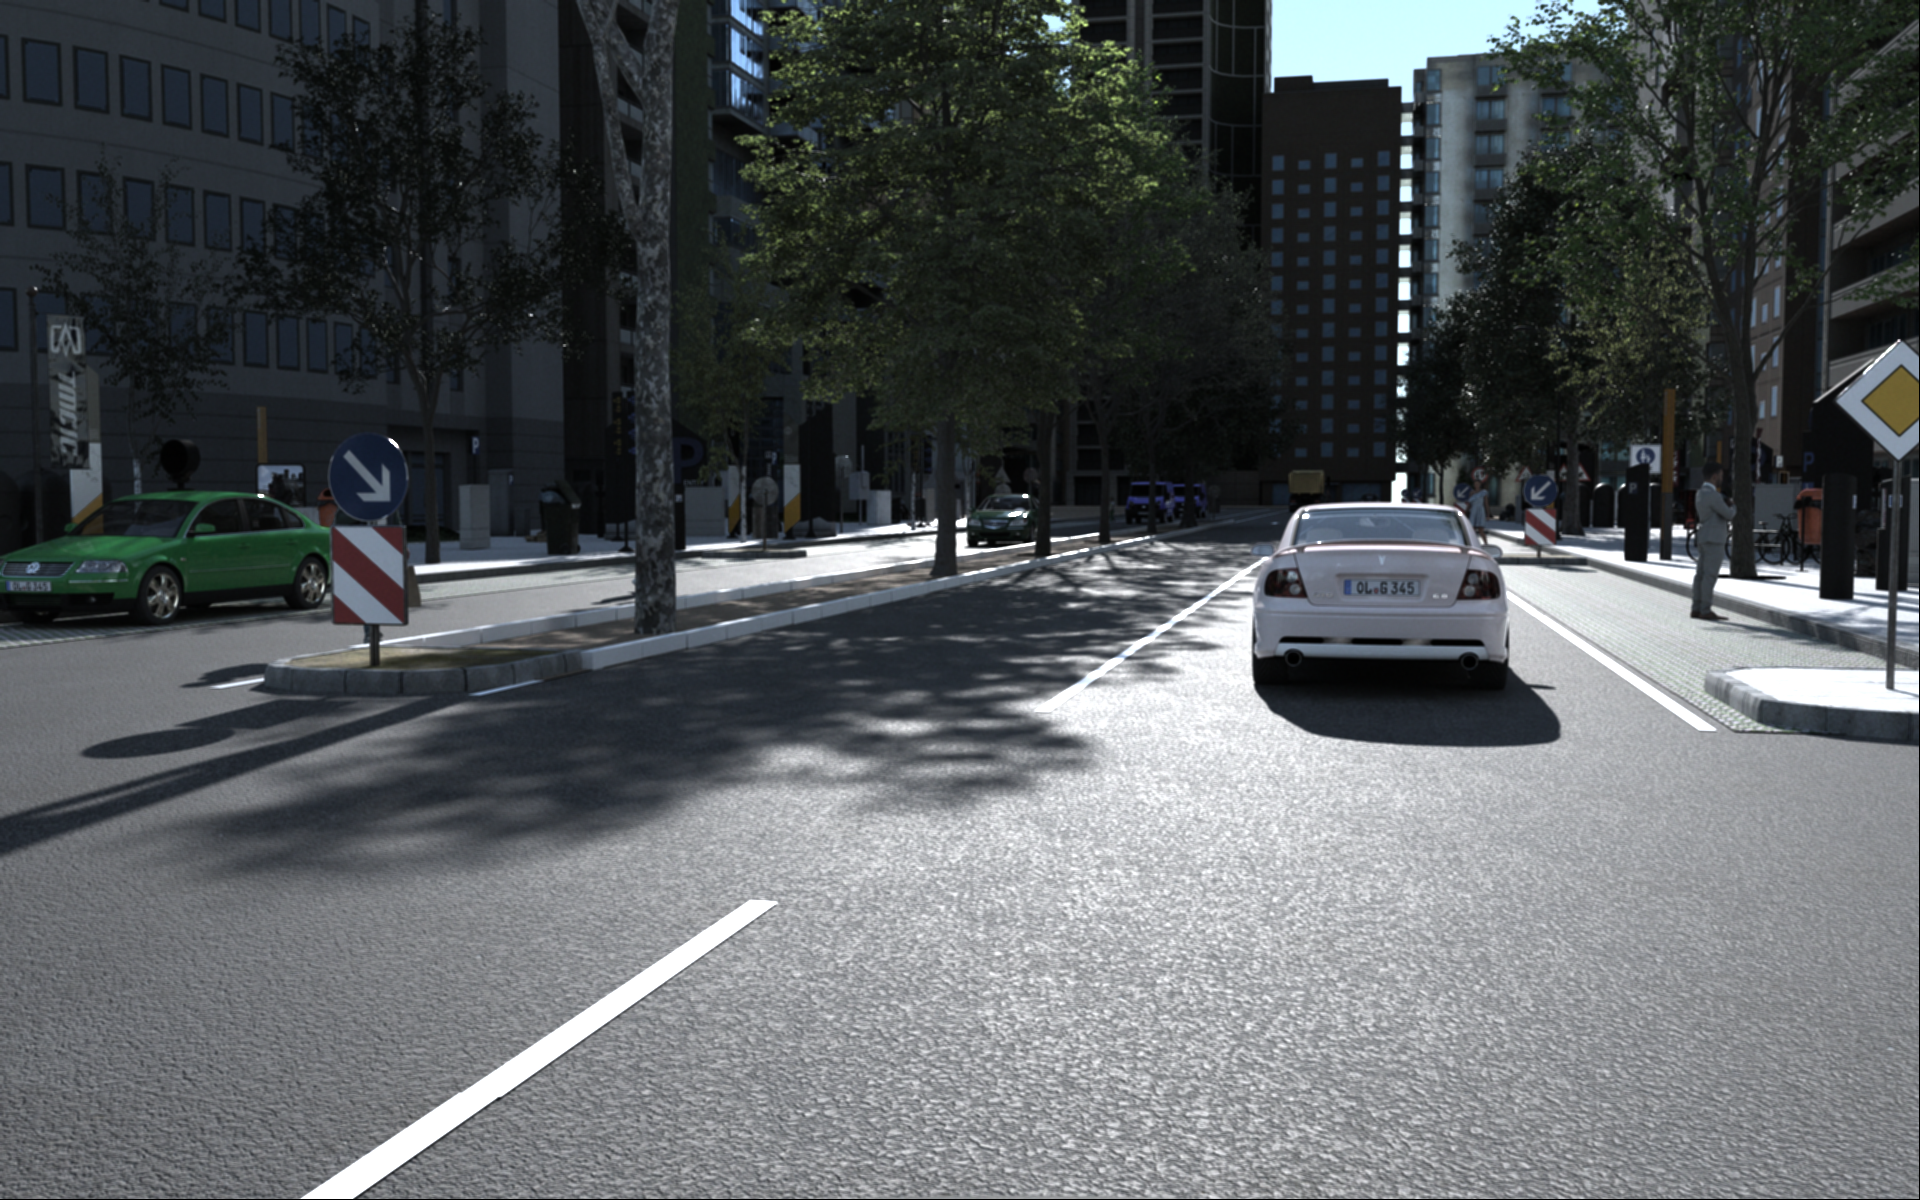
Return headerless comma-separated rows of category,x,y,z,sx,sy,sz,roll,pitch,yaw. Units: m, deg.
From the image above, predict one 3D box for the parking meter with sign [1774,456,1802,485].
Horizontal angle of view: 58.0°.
parking meter with sign,37.407,-4.978,77.655,0.543,3.016,1.738,-2,4,-30

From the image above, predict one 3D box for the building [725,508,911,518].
building,-15.923,-48.654,108.166,22.319,86.520,31.000,1,4,13

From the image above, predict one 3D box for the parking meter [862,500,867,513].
parking meter,-4.860,-5.139,89.735,0.255,1.863,0.399,2,4,30

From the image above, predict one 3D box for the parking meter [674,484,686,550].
parking meter,-6.478,-1.912,39.666,0.372,1.533,0.369,0,3,0

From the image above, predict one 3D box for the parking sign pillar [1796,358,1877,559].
parking sign pillar,17.512,-2.819,34.559,1.447,3.967,1.447,-1,4,-11

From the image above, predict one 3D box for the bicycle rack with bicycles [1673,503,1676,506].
bicycle rack with bicycles,28.484,-3.514,70.829,2.925,0.926,2.852,3,5,44

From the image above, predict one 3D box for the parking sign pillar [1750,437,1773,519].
parking sign pillar,32.193,-5.001,70.238,1.447,3.967,1.447,3,5,43

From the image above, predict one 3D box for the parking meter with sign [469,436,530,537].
parking meter with sign,-13.882,-3.431,52.362,1.738,3.016,0.543,1,4,9

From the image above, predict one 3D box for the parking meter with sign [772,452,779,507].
parking meter with sign,-6.861,-4.607,71.581,1.738,3.016,0.543,-2,4,-30

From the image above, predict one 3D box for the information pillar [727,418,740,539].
information pillar,-6.555,-3.595,50.138,0.183,3.616,0.504,2,4,26

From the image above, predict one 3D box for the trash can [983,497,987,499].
trash can,1.478,-4.344,82.676,0.748,1.137,0.748,0,3,0

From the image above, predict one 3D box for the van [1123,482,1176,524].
van,9.277,-4.887,84.291,2.240,2.365,5.245,1,4,13

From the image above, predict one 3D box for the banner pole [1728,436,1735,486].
banner pole,29.433,-4.610,65.383,0.863,3.779,0.401,1,4,12

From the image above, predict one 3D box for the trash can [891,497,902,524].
trash can,-2.882,-3.875,75.011,0.748,1.137,0.748,0,3,0

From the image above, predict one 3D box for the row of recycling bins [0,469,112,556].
row of recycling bins,-15.349,-1.288,28.164,1.069,1.692,3.534,1,4,23

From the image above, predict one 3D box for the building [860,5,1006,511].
building,-11.602,-33.781,141.562,27.495,52.752,28.713,1,4,13

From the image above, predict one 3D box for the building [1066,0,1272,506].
building,23.857,-46.221,193.963,20.611,71.187,20.563,1,4,13

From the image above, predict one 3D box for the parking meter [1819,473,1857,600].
parking meter,10.740,-0.781,21.183,0.372,1.533,0.369,0,3,0

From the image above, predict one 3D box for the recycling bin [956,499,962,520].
recycling bin,-0.310,-4.455,85.389,0.722,1.027,0.722,1,4,8

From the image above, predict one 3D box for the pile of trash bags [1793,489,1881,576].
pile of trash bags,14.730,-1.082,27.443,1.912,1.369,3.447,-2,4,-25

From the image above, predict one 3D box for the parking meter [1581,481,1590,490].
parking meter,26.609,-4.164,73.786,0.399,1.863,0.255,-1,4,-11

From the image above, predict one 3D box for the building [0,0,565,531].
building,-28.060,-31.157,51.414,21.231,58.520,28.212,1,4,13

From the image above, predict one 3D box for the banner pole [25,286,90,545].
banner pole,-11.043,-1.905,21.158,0.401,3.779,0.863,3,4,38

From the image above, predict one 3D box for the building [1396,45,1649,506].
building,62.865,-34.702,186.986,30.456,49.044,23.786,1,4,13

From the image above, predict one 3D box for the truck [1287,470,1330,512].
truck,28.022,-8.799,139.779,3.469,3.379,9.791,1,4,13

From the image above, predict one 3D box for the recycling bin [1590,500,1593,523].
recycling bin,27.188,-3.865,75.753,0.722,1.027,0.722,-2,4,-28

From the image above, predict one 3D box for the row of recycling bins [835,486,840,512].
row of recycling bins,-6.274,-4.728,84.422,1.069,1.692,3.534,0,4,-2

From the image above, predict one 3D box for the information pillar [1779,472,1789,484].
information pillar,26.993,-3.198,56.782,0.304,2.012,0.304,2,4,27

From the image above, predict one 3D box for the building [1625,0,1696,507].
building,63.719,-32.715,124.132,28.713,52.752,27.495,1,4,13

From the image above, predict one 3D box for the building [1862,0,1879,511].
building,46.697,-26.933,64.058,21.300,48.544,21.600,1,4,13

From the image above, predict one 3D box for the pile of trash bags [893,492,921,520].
pile of trash bags,-2.380,-4.656,85.882,1.912,1.369,3.447,1,4,13

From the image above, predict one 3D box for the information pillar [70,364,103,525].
information pillar,-14.143,-2.240,27.984,0.183,3.616,0.504,3,4,39

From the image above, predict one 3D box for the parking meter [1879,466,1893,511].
parking meter,19.638,-1.887,36.562,0.399,1.863,0.255,2,4,26

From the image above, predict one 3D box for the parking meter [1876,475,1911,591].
parking meter,12.443,-0.898,23.095,0.372,1.533,0.369,0,3,0

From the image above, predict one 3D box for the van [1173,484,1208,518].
van,13.641,-6.074,103.689,2.240,2.365,5.245,1,4,13

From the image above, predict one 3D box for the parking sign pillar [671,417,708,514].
parking sign pillar,-9.338,-4.346,59.522,1.447,3.967,1.447,-1,4,-15

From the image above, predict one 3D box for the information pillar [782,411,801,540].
information pillar,-4.731,-3.503,48.635,0.504,3.616,0.183,1,4,18

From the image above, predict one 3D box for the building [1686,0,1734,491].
building,51.702,-25.745,104.525,14.154,41.232,14.086,1,4,13

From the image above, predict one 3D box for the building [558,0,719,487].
building,-20.388,-24.247,80.034,14.154,41.232,14.086,1,4,13

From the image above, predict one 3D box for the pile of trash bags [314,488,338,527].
pile of trash bags,-11.247,-1.076,27.352,3.447,1.369,1.912,0,4,-1

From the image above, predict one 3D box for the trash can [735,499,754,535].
trash can,-6.829,-2.627,54.611,0.748,1.137,0.748,0,3,0

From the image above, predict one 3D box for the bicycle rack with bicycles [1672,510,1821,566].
bicycle rack with bicycles,15.275,-1.133,31.902,2.852,0.926,2.925,-1,4,-13

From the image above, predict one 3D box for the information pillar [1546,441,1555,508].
information pillar,20.599,-4.226,60.447,0.183,3.616,0.504,3,5,44

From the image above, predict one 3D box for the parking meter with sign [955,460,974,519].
parking meter with sign,-0.162,-5.693,89.349,1.738,3.016,0.543,-1,4,-20

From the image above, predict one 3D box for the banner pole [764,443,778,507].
banner pole,-9.123,-5.756,84.133,0.863,3.779,0.401,-2,4,-27

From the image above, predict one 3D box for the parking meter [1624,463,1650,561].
parking meter,12.941,-1.678,33.141,0.255,1.863,0.399,-2,4,-29

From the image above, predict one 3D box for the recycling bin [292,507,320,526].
recycling bin,-12.531,-1.249,32.974,0.722,1.027,0.722,2,4,34

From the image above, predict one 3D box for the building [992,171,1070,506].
building,2.091,-35.251,200.050,21.600,48.544,21.300,1,4,13

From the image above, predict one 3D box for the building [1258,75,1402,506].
building,40.205,-32.911,188.197,14.200,45.320,14.600,1,4,13

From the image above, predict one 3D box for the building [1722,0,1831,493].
building,49.209,-26.934,90.487,14.600,45.320,14.200,1,4,13

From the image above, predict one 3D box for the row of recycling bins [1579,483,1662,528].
row of recycling bins,25.284,-3.642,66.662,3.534,1.692,1.069,1,4,22

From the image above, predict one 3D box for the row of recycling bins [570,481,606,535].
row of recycling bins,-12.145,-3.017,56.442,1.069,1.692,3.534,-2,4,-24

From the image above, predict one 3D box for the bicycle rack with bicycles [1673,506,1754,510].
bicycle rack with bicycles,18.456,-1.691,41.031,2.852,0.926,2.925,2,4,29
